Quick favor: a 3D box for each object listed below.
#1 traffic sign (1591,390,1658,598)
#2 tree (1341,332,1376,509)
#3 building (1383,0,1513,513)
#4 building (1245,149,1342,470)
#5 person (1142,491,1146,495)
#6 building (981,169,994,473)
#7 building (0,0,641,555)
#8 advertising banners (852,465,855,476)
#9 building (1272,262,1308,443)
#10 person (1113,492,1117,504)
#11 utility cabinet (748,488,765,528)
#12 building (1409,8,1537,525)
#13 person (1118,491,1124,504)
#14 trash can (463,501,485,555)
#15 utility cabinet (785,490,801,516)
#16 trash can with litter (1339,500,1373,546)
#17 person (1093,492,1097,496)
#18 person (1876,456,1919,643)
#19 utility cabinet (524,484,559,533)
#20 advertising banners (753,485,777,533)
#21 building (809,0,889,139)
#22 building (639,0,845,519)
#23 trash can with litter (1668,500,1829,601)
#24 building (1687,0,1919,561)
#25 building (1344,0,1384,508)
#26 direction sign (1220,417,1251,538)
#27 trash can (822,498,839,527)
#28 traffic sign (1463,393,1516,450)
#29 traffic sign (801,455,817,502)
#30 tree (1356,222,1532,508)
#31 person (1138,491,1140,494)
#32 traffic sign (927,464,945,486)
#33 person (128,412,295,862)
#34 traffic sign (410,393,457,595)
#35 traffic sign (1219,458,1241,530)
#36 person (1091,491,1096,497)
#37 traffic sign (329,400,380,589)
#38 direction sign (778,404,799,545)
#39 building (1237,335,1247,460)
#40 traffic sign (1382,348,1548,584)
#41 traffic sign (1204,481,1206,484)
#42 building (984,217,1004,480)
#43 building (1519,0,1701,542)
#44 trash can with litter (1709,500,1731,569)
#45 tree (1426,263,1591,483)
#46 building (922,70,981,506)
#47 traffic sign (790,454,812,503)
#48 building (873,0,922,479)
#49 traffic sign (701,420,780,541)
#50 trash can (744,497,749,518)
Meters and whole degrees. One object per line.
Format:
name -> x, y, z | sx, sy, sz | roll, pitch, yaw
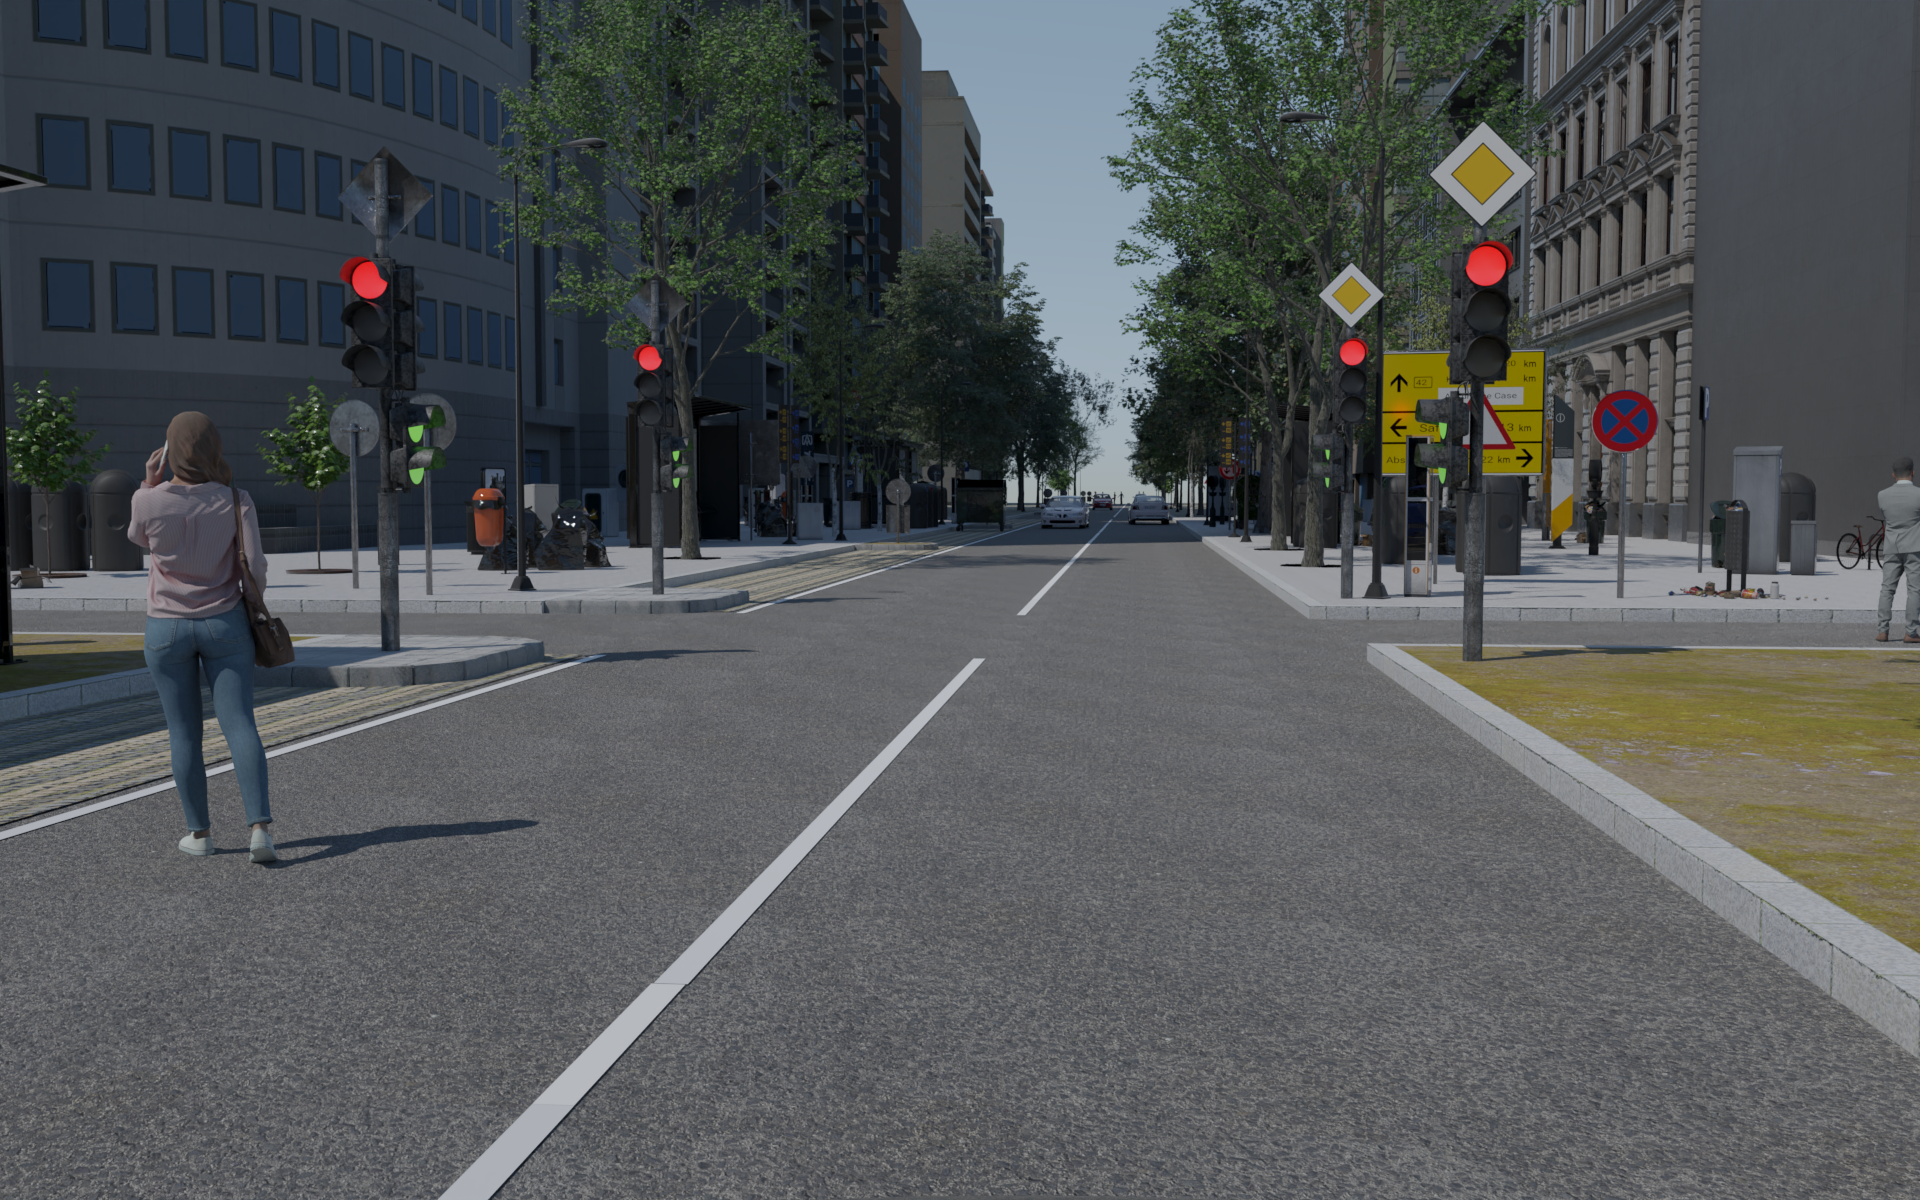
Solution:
traffic sign -> 8.131, -1.293, 21.251 | 0.768, 2.556, 0.104 | 1, 4, 15
tree -> 14.386, -7.029, 65.284 | 4.360, 8.622, 3.978 | 0, 3, 0
building -> 32.770, -25.841, 106.090 | 14.154, 41.232, 14.086 | 0, 4, 6
building -> 47.604, -34.772, 223.139 | 22.147, 44.769, 28.867 | 0, 4, 6
person -> 25.179, -14.022, 237.891 | 1.348, 1.807, 0.705 | -1, 4, -9
building -> -7.160, -35.132, 229.026 | 22.147, 44.769, 28.867 | 0, 4, 6
building -> -23.133, -30.898, 47.189 | 21.231, 58.520, 28.212 | 0, 4, 6
advertising banners -> -5.020, -6.030, 94.778 | 2.074, 3.025, 0.090 | -2, 4, -30
building -> 42.726, -26.332, 202.226 | 14.160, 30.474, 14.107 | 0, 4, 6
person -> 22.233, -14.572, 247.277 | 0.750, 1.759, 0.617 | 3, 5, 40
utility cabinet -> -7.742, -3.498, 65.865 | 0.318, 1.500, 1.173 | 1, 4, 10
building -> 29.875, -15.907, 79.140 | 14.314, 24.678, 30.058 | 0, 4, 6
person -> 22.302, -14.139, 239.755 | 0.705, 1.814, 1.350 | -2, 4, -34
trash can -> -10.137, -1.532, 36.696 | 0.748, 1.137, 0.748 | 0, 3, 0
utility cabinet -> -9.349, -5.459, 97.941 | 1.173, 1.500, 0.318 | 0, 4, -8
trash can with litter -> 9.898, -1.920, 42.782 | 1.055, 1.170, 0.624 | 3, 5, 41
person -> 18.738, -13.986, 237.990 | 1.217, 1.723, 0.721 | -2, 4, -29
person -> 9.173, -0.495, 16.780 | 0.511, 1.800, 0.466 | 3, 4, 36
utility cabinet -> -9.305, -1.820, 38.431 | 0.318, 1.500, 1.173 | 1, 4, 13
advertising banners -> -6.523, -3.804, 58.377 | 0.090, 3.025, 2.074 | 1, 4, 17
building -> -17.456, -29.337, 134.288 | 22.147, 44.769, 28.867 | 0, 4, 6
building -> -18.222, -41.008, 108.739 | 20.563, 71.187, 20.611 | 0, 4, 6
trash can with litter -> 9.801, -0.664, 21.908 | 1.678, 1.210, 2.233 | 0, 4, 5
building -> 30.078, -14.842, 36.178 | 24.014, 27.812, 14.314 | 0, 4, 6
building -> 34.303, -28.739, 119.999 | 14.600, 45.320, 14.200 | 0, 4, 6
direction sign -> 8.133, -3.621, 51.195 | 0.876, 3.537, 0.379 | 0, 4, 3
trash can -> -4.980, -3.387, 67.038 | 0.748, 1.137, 0.748 | 0, 3, 0
traffic sign -> 6.220, -1.276, 20.860 | 0.884, 2.594, 0.081 | 0, 4, 6
traffic sign -> -5.068, -3.478, 56.969 | 0.768, 2.556, 0.104 | 1, 4, 13
tree -> 13.074, -5.870, 46.341 | 4.737, 8.622, 4.395 | 0, 3, 0
person -> 23.881, -13.596, 230.878 | 1.350, 1.814, 0.705 | 0, 4, 1
traffic sign -> -1.041, -4.517, 73.954 | 0.768, 2.556, 0.104 | 1, 4, 12
person -> -2.914, 0.142, 6.770 | 0.593, 1.750, 0.643 | -2, 4, -25
traffic sign -> -6.742, -1.335, 21.932 | 0.768, 2.556, 0.104 | 1, 4, 8
traffic sign -> 9.602, -3.761, 61.604 | 0.768, 2.556, 0.104 | 1, 4, 13
person -> 15.924, -12.031, 205.741 | 0.750, 1.759, 0.617 | 0, 4, -1
traffic sign -> -8.197, -1.426, 23.423 | 0.768, 2.556, 0.104 | 1, 4, 13
direction sign -> -4.350, -3.185, 44.066 | 0.379, 3.537, 0.876 | 2, 4, 30
building -> 46.693, -36.374, 244.818 | 14.600, 45.320, 14.200 | 0, 4, 6
traffic sign -> 7.077, -1.872, 24.479 | 2.265, 3.308, 0.079 | 1, 4, 13
traffic sign -> 13.086, -5.492, 89.803 | 0.884, 2.594, 0.081 | 1, 4, 12
building -> -1.162, -34.647, 250.074 | 14.154, 41.232, 14.086 | 0, 4, 6
building -> 25.011, -13.790, 54.340 | 11.050, 23.489, 19.941 | 0, 4, 6
trash can with litter -> 13.344, -1.128, 29.832 | 0.624, 1.170, 1.055 | 0, 4, 1
tree -> 17.002, -6.315, 53.616 | 4.360, 8.622, 3.978 | 0, 3, 0
building -> -9.116, -35.448, 203.278 | 21.300, 48.544, 21.600 | 0, 4, 6
traffic sign -> -5.216, -3.430, 56.079 | 0.884, 2.594, 0.081 | 1, 4, 9
building -> -11.117, -30.894, 155.233 | 14.600, 45.320, 14.200 | 0, 4, 6
traffic sign -> -6.067, -3.288, 47.632 | 2.265, 3.308, 0.079 | 0, 4, 6
trash can -> -10.908, -4.798, 90.096 | 0.748, 1.137, 0.748 | 0, 3, 0
